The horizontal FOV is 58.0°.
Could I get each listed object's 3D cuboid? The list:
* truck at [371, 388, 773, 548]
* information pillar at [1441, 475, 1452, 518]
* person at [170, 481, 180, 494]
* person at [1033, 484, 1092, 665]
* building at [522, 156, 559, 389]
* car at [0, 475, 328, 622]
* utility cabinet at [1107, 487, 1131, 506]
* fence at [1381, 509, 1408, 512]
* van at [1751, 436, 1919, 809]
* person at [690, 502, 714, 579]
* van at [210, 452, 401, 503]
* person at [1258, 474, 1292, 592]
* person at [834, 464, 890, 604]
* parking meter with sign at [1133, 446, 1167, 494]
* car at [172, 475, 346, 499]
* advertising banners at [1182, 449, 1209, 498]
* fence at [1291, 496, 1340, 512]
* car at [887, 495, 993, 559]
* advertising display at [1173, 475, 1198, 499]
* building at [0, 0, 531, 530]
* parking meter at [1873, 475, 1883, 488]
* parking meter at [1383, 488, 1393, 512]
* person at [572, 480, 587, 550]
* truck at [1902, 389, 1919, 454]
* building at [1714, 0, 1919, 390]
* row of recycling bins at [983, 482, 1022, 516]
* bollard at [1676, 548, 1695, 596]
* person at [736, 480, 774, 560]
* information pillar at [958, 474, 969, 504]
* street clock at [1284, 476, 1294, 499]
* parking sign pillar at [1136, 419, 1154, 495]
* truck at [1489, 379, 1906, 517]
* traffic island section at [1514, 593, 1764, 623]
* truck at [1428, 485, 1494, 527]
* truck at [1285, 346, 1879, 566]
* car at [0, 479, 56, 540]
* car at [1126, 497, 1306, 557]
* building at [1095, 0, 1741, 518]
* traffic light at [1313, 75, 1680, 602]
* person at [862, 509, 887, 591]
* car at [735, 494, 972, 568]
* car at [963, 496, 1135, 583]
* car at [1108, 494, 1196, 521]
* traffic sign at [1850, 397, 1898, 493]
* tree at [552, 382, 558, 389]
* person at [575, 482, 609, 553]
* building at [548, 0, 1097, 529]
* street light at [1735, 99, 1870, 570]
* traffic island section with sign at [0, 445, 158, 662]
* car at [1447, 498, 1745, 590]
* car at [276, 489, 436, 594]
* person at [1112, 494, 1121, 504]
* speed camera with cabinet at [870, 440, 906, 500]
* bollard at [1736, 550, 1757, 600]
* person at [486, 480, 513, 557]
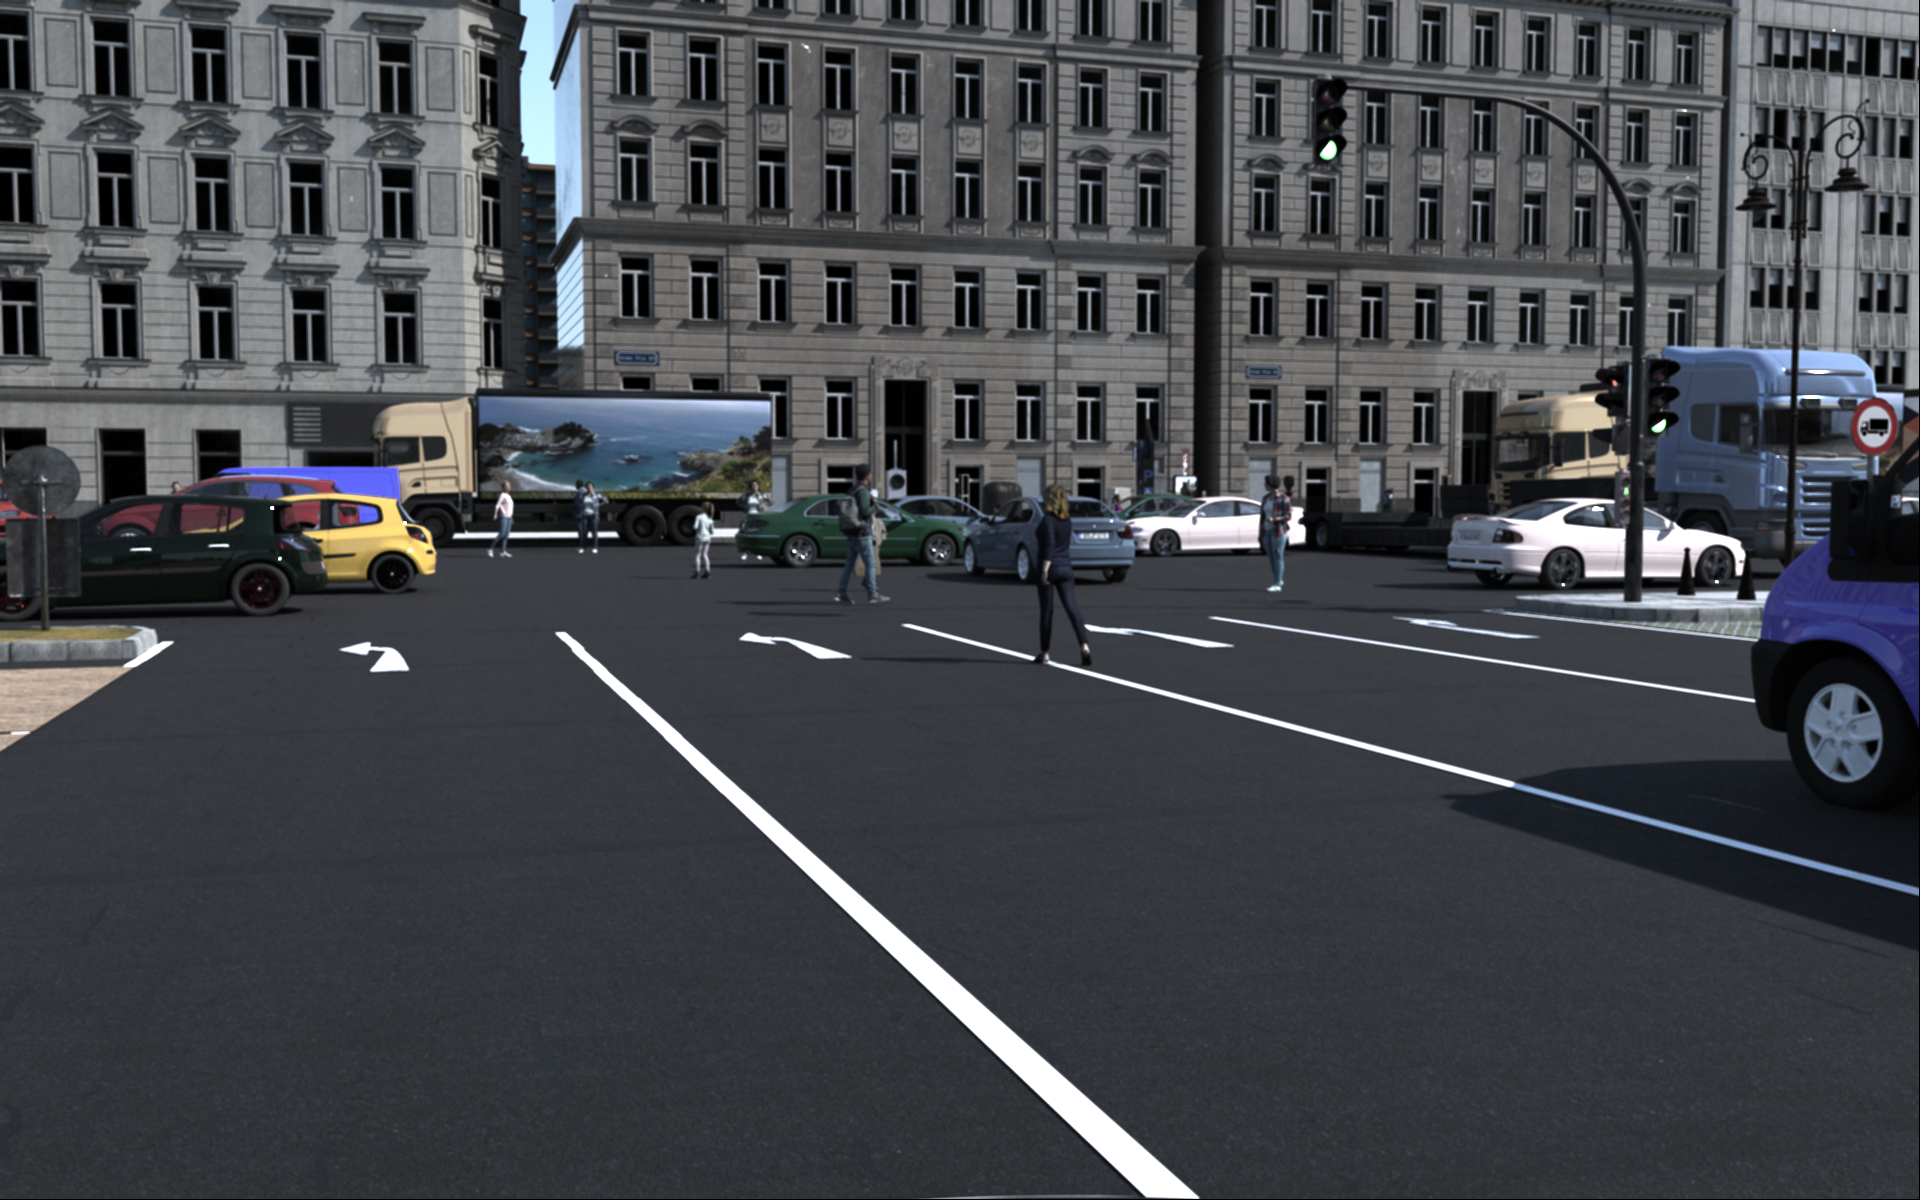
[{"bbox_3d":[-10.917,-3.585,47.532,11.283,4.237,2.839,-1,4,-17],"label":"truck"},{"bbox_3d":[18.916,-3.848,67.405,0.304,2.012,0.304,2,4,35],"label":"information pillar"},{"bbox_3d":[-18.652,-1.950,41.128,0.760,1.731,0.466,-1,4,-12],"label":"person"},{"bbox_3d":[0.864,-0.217,14.586,0.613,1.512,0.480,2,4,27],"label":"person"},{"bbox_3d":[-60.178,-34.935,225.804,28.867,44.769,22.147,-1,4,-18],"label":"building"},{"bbox_3d":[-9.749,-0.658,20.542,4.222,1.686,2.009,-1,4,-19],"label":"car"},{"bbox_3d":[5.282,-2.980,57.406,0.318,1.500,1.173,2,4,32],"label":"utility cabinet"},{"bbox_3d":[17.389,-3.299,69.312,0.278,0.683,2.069,3,5,45],"label":"fence"},{"bbox_3d":[5.439,-0.128,6.485,2.240,2.365,5.245,-1,4,-18],"label":"van"},{"bbox_3d":[-4.385,-1.014,29.361,0.394,1.301,0.425,2,4,28],"label":"person"},{"bbox_3d":[-15.158,-2.098,38.690,5.245,2.365,2.240,-1,4,-20],"label":"van"},{"bbox_3d":[4.671,-0.994,25.586,0.643,1.720,0.563,-3,4,-36],"label":"person"},{"bbox_3d":[-1.290,-0.853,22.433,0.713,1.824,0.794,-1,4,-10],"label":"person"},{"bbox_3d":[7.221,-4.115,63.536,1.738,3.016,0.543,-2,4,-26],"label":"parking meter with sign"},{"bbox_3d":[-14.835,-1.609,34.978,5.304,1.827,2.281,-1,4,-19],"label":"car"},{"bbox_3d":[9.130,-4.352,67.335,0.090,3.025,2.074,3,4,38],"label":"advertising banners"},{"bbox_3d":[13.614,-3.377,66.422,2.264,1.192,0.480,3,5,42],"label":"fence"},{"bbox_3d":[-0.373,-1.660,39.149,4.499,1.417,2.014,-1,4,-16],"label":"car"},{"bbox_3d":[7.719,-3.314,59.393,0.974,1.923,0.123,-2,4,-30],"label":"advertising display"},{"bbox_3d":[-38.357,-17.528,62.992,44.131,29.872,17.030,-1,4,-18],"label":"building"},{"bbox_3d":[12.109,-0.869,22.621,0.372,1.533,0.369,0,3,0],"label":"parking meter"},{"bbox_3d":[17.343,-3.778,70.182,0.372,1.533,0.369,0,3,0],"label":"parking meter"},{"bbox_3d":[-9.687,-2.174,44.224,0.419,1.800,0.721,-1,4,-10],"label":"person"},{"bbox_3d":[26.769,-3.494,46.038,2.839,4.237,11.283,-1,4,-18],"label":"truck"},{"bbox_3d":[41.616,-16.360,85.503,19.932,24.808,12.078,-1,4,-18],"label":"building"},{"bbox_3d":[1.502,-3.171,58.966,1.069,1.692,3.534,1,4,12],"label":"row of recycling bins"},{"bbox_3d":[9.220,-0.363,21.973,0.229,0.601,0.229,0,3,0],"label":"bollard"},{"bbox_3d":[-4.508,-1.754,37.903,0.841,1.734,0.376,0,4,3],"label":"person"},{"bbox_3d":[0.143,-3.687,64.775,0.304,2.012,0.304,-2,4,-28],"label":"information pillar"},{"bbox_3d":[12.998,-3.909,68.490,0.358,2.002,0.471,-1,4,-18],"label":"street clock"},{"bbox_3d":[6.573,-4.458,61.354,1.447,3.967,1.447,0,4,-2],"label":"parking sign pillar"},{"bbox_3d":[18.340,-3.359,43.839,11.283,4.237,2.839,-1,4,-16],"label":"truck"},{"bbox_3d":[8.019,0.100,20.648,2.009,0.180,2.903,-1,4,-18],"label":"traffic island section"},{"bbox_3d":[13.986,-3.826,52.316,18.799,4.110,2.967,-1,4,-19],"label":"truck"},{"bbox_3d":[12.067,-2.912,37.367,2.967,4.110,18.799,-1,4,-17],"label":"truck"},{"bbox_3d":[-24.037,-2.112,43.209,2.281,1.827,5.304,-1,4,-18],"label":"car"},{"bbox_3d":[5.778,-1.736,40.751,4.827,1.381,2.083,-1,4,-18],"label":"car"},{"bbox_3d":[20.308,-17.179,78.137,25.104,27.353,12.463,-1,4,-18],"label":"building"},{"bbox_3d":[6.011,-2.757,19.752,4.771,5.953,1.251,-1,4,-18],"label":"traffic light"},{"bbox_3d":[-1.299,-0.782,25.566,0.475,1.303,0.640,-2,4,-31],"label":"person"},{"bbox_3d":[-2.032,-1.404,34.750,4.920,1.459,2.131,-1,4,-16],"label":"car"},{"bbox_3d":[1.437,-1.053,29.222,2.014,1.417,4.499,-1,4,-18],"label":"car"},{"bbox_3d":[4.873,-2.058,45.440,4.920,1.459,2.131,-1,4,-17],"label":"car"},{"bbox_3d":[12.061,-1.398,22.965,0.768,2.556,0.104,-1,4,-16],"label":"traffic sign"},{"bbox_3d":[-30.766,-14.815,148.874,9.857,13.997,8.962,0,3,0],"label":"tree"},{"bbox_3d":[-9.015,-2.019,42.232,0.841,1.734,0.376,1,4,11],"label":"person"},{"bbox_3d":[-3.761,-16.742,71.001,25.104,27.353,12.463,-1,4,-18],"label":"building"},{"bbox_3d":[10.027,-2.936,20.793,0.468,5.910,1.993,-1,4,-18],"label":"street light"},{"bbox_3d":[-8.432,-0.462,15.685,2.006,1.907,1.989,-1,4,-18],"label":"traffic island section with sign"},{"bbox_3d":[9.963,-0.897,27.021,4.827,1.381,2.083,-1,4,-18],"label":"car"},{"bbox_3d":[-9.693,-0.914,25.172,3.980,1.641,2.015,-1,4,-16],"label":"car"},{"bbox_3d":[4.481,-2.200,47.714,0.776,1.435,0.726,2,4,35],"label":"person"},{"bbox_3d":[-3.004,-4.210,63.166,2.038,3.252,0.660,-1,4,-13],"label":"speed camera with cabinet"},{"bbox_3d":[9.537,-0.303,20.988,0.229,0.601,0.229,0,3,0],"label":"bollard"},{"bbox_3d":[-10.496,-1.848,39.395,0.598,1.740,0.731,0,4,-3],"label":"person"}]
